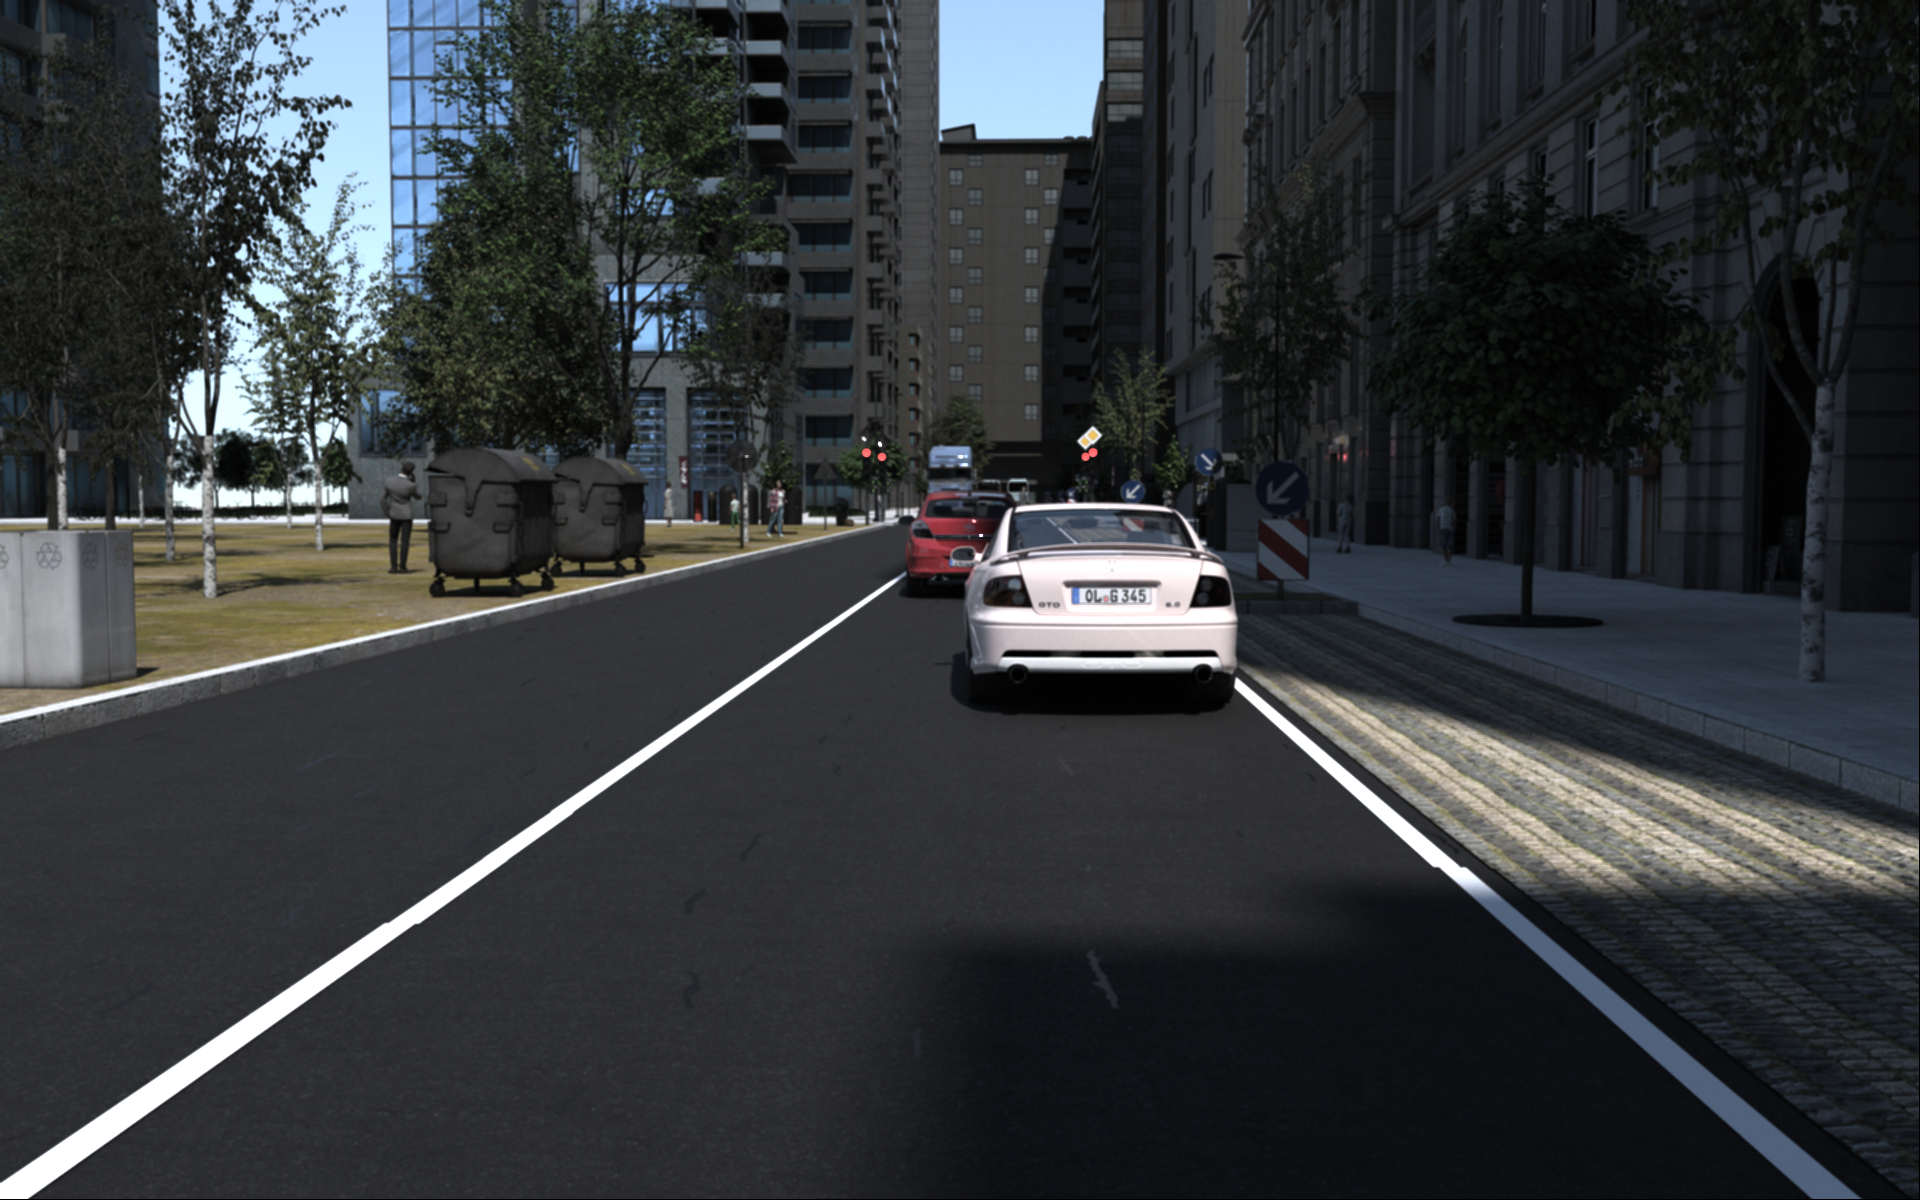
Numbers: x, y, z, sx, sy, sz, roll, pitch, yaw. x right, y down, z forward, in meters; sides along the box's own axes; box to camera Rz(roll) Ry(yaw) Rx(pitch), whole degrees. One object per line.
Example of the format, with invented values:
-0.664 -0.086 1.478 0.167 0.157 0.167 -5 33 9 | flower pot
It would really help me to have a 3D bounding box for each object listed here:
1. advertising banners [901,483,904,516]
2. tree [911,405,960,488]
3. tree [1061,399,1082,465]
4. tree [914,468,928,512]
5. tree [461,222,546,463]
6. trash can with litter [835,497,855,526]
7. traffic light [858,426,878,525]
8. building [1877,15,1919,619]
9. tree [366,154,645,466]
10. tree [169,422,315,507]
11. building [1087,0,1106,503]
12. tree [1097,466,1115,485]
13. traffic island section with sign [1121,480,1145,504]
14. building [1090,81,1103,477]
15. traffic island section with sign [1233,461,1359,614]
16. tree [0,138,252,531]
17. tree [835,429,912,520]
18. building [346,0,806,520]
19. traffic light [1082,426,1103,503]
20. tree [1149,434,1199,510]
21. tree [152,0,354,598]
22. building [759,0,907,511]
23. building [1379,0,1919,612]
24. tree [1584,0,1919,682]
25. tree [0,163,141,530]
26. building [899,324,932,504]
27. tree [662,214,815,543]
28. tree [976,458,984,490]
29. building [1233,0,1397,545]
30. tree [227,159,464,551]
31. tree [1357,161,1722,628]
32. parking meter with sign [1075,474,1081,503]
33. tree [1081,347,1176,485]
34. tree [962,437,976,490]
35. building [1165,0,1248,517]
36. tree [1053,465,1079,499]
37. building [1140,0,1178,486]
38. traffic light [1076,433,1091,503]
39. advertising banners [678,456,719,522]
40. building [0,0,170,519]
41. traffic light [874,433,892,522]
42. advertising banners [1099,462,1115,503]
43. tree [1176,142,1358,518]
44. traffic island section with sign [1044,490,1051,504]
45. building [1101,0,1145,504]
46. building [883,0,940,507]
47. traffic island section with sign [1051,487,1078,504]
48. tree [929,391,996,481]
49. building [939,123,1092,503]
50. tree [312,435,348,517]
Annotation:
-3.402 -6.525 102.871 0.090 3.025 2.074 0 4 1 | advertising banners
-2.314 -11.843 143.997 4.360 8.622 3.978 0 3 0 | tree
9.990 -11.290 134.959 4.737 8.622 4.395 0 3 0 | tree
-2.777 -7.949 124.567 1.663 3.219 1.824 0 3 0 | tree
-13.087 -5.859 46.151 4.737 8.622 4.395 0 3 0 | tree
-4.560 -3.544 69.326 0.624 1.170 1.055 -3 4 -37 | trash can with litter
-3.817 -5.054 71.561 0.839 4.253 0.868 0 4 2 | traffic light
15.761 -13.536 7.224 13.634 28.700 20.117 0 4 2 | building
-14.961 -8.591 57.465 9.611 12.733 9.660 0 3 0 | tree
-58.132 -10.631 136.715 11.467 7.101 20.602 0 4 -7 | tree
26.296 -47.525 215.290 20.563 71.187 20.611 0 4 2 | building
9.935 -7.708 120.623 1.663 3.219 1.824 0 3 0 | tree
4.706 -2.449 48.664 1.989 1.847 2.006 0 4 2 | traffic island section with sign
25.875 -34.937 194.917 21.300 48.544 21.600 0 4 2 | building
3.764 -0.784 21.439 1.989 1.847 2.006 0 4 2 | traffic island section with sign
-22.860 -6.820 45.922 8.767 10.594 7.601 0 4 0 | tree
-4.097 -6.334 87.273 4.285 4.588 4.351 0 3 0 | tree
-19.991 -48.034 98.034 22.319 86.520 31.000 0 4 2 | building
5.440 -5.036 71.259 0.839 4.253 0.868 0 4 2 | traffic light
6.824 -3.740 55.758 1.663 3.219 1.824 0 3 0 | tree
-9.558 -4.340 21.329 4.360 8.622 3.978 0 3 0 | tree
-16.668 -31.690 137.742 23.786 49.044 30.456 0 4 2 | building
15.830 -11.479 29.488 13.314 21.916 24.055 0 4 2 | building
6.002 -3.759 11.819 4.737 8.622 4.395 0 3 0 | tree
-29.092 -7.907 55.028 9.928 11.665 9.643 0 3 0 | tree
-17.591 -21.132 190.550 27.650 21.520 28.899 0 4 2 | building
-5.642 -5.806 45.288 4.360 8.622 3.978 0 3 0 | tree
0.933 -17.123 230.325 4.360 8.622 3.978 0 3 0 | tree
16.193 -15.729 54.441 12.463 27.353 25.104 0 4 2 | building
-14.332 -5.432 39.182 4.737 8.622 4.395 0 3 0 | tree
5.696 -2.042 17.107 4.285 4.588 4.351 0 3 0 | tree
9.982 -9.249 147.474 0.543 3.016 1.738 0 4 5 | parking meter with sign
8.550 -8.242 85.113 4.737 8.622 4.395 0 3 0 | tree
-0.551 -15.720 207.391 4.360 8.622 3.978 0 3 0 | tree
25.207 -30.792 92.684 27.495 52.752 28.713 0 4 2 | building
12.072 -12.972 195.803 4.285 4.588 4.351 0 3 0 | tree
20.465 -28.997 124.217 14.600 45.320 14.200 0 4 2 | building
5.715 -5.524 79.240 0.839 4.253 0.868 0 4 2 | traffic light
-12.067 -5.119 79.879 2.074 3.025 0.090 1 4 21 | advertising banners
-62.276 -29.185 96.786 30.456 49.044 23.786 0 4 2 | building
-3.542 -5.543 79.542 0.839 4.253 0.868 0 4 2 | traffic light
8.216 -6.142 96.602 0.090 3.025 2.074 -1 4 -20 | advertising banners
7.015 -5.304 37.076 4.737 8.622 4.395 0 3 0 | tree
7.546 -7.502 131.277 1.989 1.847 2.006 0 4 2 | traffic island section with sign
19.000 -28.313 146.507 14.154 41.232 14.086 0 4 2 | building
-13.237 -47.606 216.604 20.611 71.187 20.563 0 4 2 | building
6.619 -5.829 103.936 1.989 1.847 2.006 0 4 2 | traffic island section with sign
0.243 -16.633 190.069 7.486 12.596 7.792 0 3 0 | tree
10.430 -40.679 254.333 27.495 52.752 28.713 0 4 2 | building
-34.269 -6.876 96.137 4.285 4.588 4.351 0 3 0 | tree
